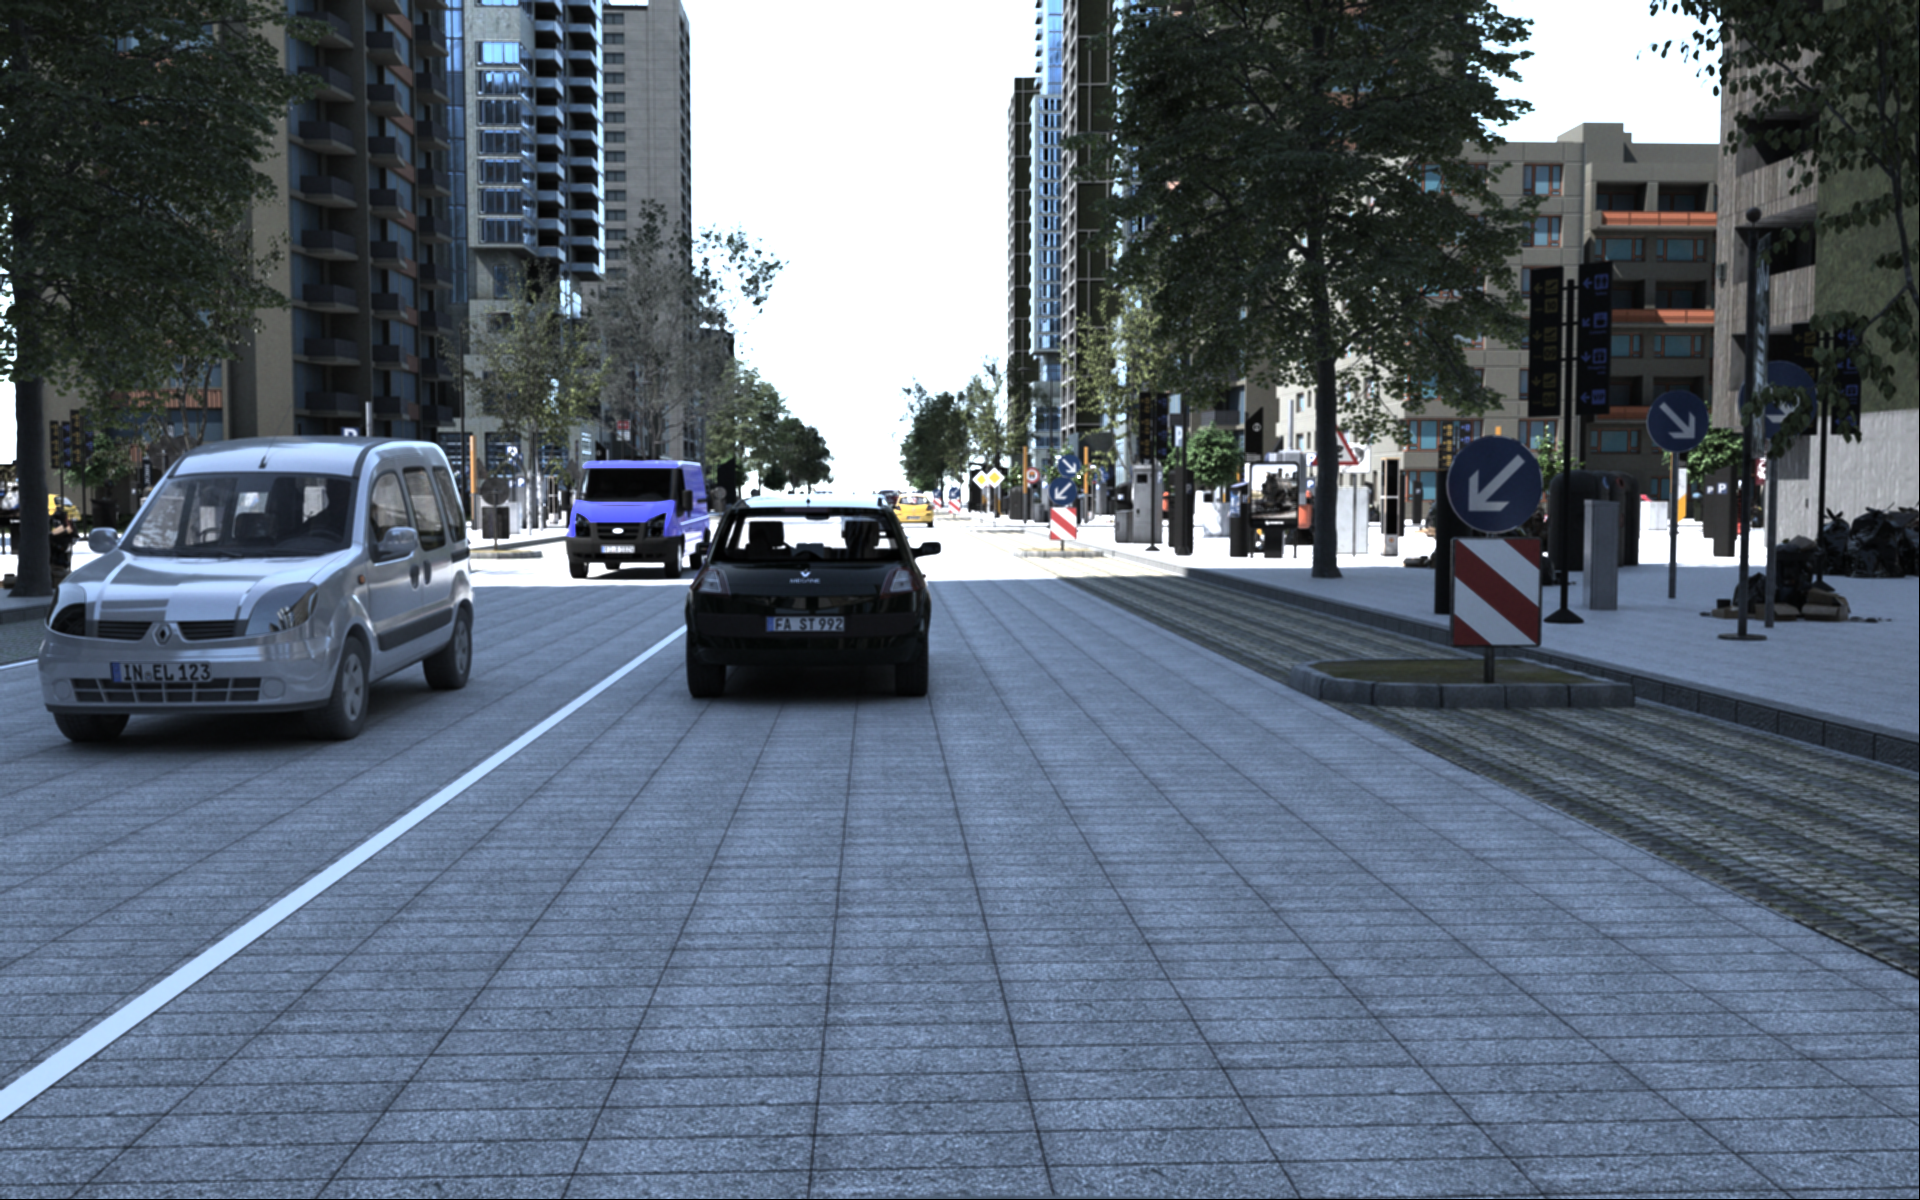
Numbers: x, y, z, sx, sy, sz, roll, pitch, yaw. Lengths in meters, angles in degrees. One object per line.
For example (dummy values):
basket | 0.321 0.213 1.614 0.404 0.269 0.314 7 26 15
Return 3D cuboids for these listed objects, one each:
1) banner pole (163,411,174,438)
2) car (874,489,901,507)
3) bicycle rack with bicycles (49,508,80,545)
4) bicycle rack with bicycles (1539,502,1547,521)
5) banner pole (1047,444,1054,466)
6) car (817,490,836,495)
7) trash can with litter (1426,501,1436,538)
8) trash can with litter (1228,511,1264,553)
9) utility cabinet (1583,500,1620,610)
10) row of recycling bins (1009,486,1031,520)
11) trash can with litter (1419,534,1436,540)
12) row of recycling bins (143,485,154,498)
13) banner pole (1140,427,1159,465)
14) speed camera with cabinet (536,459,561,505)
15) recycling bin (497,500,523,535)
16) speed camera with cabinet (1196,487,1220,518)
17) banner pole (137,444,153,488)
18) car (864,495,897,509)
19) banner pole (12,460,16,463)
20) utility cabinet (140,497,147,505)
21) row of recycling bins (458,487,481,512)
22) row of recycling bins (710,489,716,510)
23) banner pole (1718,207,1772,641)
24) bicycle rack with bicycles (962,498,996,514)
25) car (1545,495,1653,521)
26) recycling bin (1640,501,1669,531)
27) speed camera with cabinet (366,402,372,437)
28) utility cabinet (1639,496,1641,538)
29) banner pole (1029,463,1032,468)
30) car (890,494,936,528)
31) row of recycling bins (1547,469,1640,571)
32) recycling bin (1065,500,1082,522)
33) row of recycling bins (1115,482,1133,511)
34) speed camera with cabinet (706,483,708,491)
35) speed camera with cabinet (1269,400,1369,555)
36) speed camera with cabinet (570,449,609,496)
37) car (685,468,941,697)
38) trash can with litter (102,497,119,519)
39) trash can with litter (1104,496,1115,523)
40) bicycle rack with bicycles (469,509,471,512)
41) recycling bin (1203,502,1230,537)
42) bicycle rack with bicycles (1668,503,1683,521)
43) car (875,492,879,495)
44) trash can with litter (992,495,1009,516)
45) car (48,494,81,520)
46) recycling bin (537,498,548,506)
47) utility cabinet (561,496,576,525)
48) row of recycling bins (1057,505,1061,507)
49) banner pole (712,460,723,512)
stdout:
banner pole | -23.792 -3.798 52.121 0.401 3.779 0.863 0 4 1
car | -4.895 -6.880 121.169 2.281 1.827 5.304 0 4 -2
bicycle rack with bicycles | -23.693 -1.860 43.796 2.852 0.926 2.925 -2 4 -31
bicycle rack with bicycles | 26.149 -4.077 80.038 2.925 0.926 2.852 -3 5 -39
banner pole | 4.499 -5.861 85.851 0.401 3.779 0.863 2 4 31
car | -12.618 -9.338 161.349 2.281 1.827 5.304 0 4 -1
trash can with litter | 14.249 -2.447 51.402 0.624 1.170 1.055 3 4 36
trash can with litter | 6.429 -1.618 37.848 1.055 1.170 0.624 -1 4 -22
utility cabinet | 7.251 -0.515 19.587 0.306 1.237 1.020 1 4 15
row of recycling bins | 2.963 -4.828 86.056 1.069 1.692 3.534 0 4 -4
trash can with litter | 13.803 -2.271 48.185 1.678 1.210 2.233 -2 4 -31
row of recycling bins | -36.949 -4.595 82.238 3.534 1.692 1.069 0 4 -5
banner pole | 6.236 -4.068 56.532 0.863 3.779 0.401 -1 4 -21
speed camera with cabinet | -21.337 -5.874 90.383 2.038 3.252 0.660 1 4 10
recycling bin | -14.288 -2.590 54.898 0.722 1.027 0.722 0 4 -6
speed camera with cabinet | 13.906 -6.152 94.918 2.038 3.252 0.660 -2 4 -30
banner pole | -40.776 -5.905 86.560 0.863 3.779 0.401 -2 4 -31
car | -3.089 -2.799 57.760 2.014 1.417 4.499 0 4 -3
banner pole | -60.320 -7.398 110.982 0.401 3.779 0.863 2 4 31
utility cabinet | -15.167 -1.354 33.297 1.020 1.237 0.306 0 4 -4
row of recycling bins | -29.551 -5.958 104.523 3.534 1.692 1.069 -2 4 -28
row of recycling bins | -20.232 -8.110 139.712 3.534 1.692 1.069 -1 4 -22
banner pole | 6.886 -1.529 15.013 0.401 3.779 0.863 1 4 12
bicycle rack with bicycles | 1.939 -6.095 113.039 2.925 0.926 2.852 1 4 12
car | 25.630 -3.677 69.163 4.494 1.783 2.155 0 4 -4
recycling bin | 24.087 -2.907 60.081 0.722 1.027 0.722 0 4 3
speed camera with cabinet | -12.846 -2.583 36.569 0.660 3.252 2.038 2 4 28
utility cabinet | 19.291 -2.405 50.490 0.306 1.237 1.020 -3 5 -42
banner pole | 5.707 -9.190 140.268 0.401 3.779 0.863 2 4 25
car | -2.018 -3.942 74.677 2.015 1.641 3.980 0 4 -2
row of recycling bins | 11.054 -1.415 30.248 1.069 1.692 3.534 2 4 34
recycling bin | 5.387 -4.323 83.243 0.722 1.027 0.722 2 4 23
row of recycling bins | 5.971 -3.278 60.715 1.069 1.692 3.534 0 4 8
speed camera with cabinet | -19.675 -8.309 130.194 0.660 3.252 2.038 2 4 24
speed camera with cabinet | 7.620 -2.595 36.763 2.038 3.252 0.660 0 4 -6
speed camera with cabinet | -16.107 -5.008 76.216 2.038 3.252 0.660 -2 4 -28
car | -1.132 -0.236 13.644 2.009 1.686 4.222 0 4 -3
trash can with litter | -29.998 -3.076 61.683 1.055 1.170 0.624 -1 4 -10
trash can with litter | 7.257 -4.039 77.092 2.233 1.210 1.678 -3 5 -41
bicycle rack with bicycles | -37.593 -6.891 126.043 2.925 0.926 2.852 2 4 26
recycling bin | 7.786 -2.418 52.084 0.722 1.027 0.722 -3 5 -45
bicycle rack with bicycles | 32.778 -4.245 82.783 2.852 0.926 2.925 -1 4 -8
car | -14.345 -17.681 297.759 2.281 1.827 5.304 0 4 -3
trash can with litter | 3.120 -5.643 103.312 2.233 1.210 1.678 1 4 14
car | -36.133 -3.458 66.757 3.980 1.641 2.015 0 4 -2
recycling bin | -26.734 -5.982 110.362 0.722 1.027 0.722 1 4 16
utility cabinet | -15.924 -3.672 71.199 1.020 1.237 0.306 2 4 29
row of recycling bins | 6.246 -6.194 108.392 3.534 1.692 1.069 0 4 7
banner pole | -17.803 -8.398 127.322 0.863 3.779 0.401 0 4 -4
